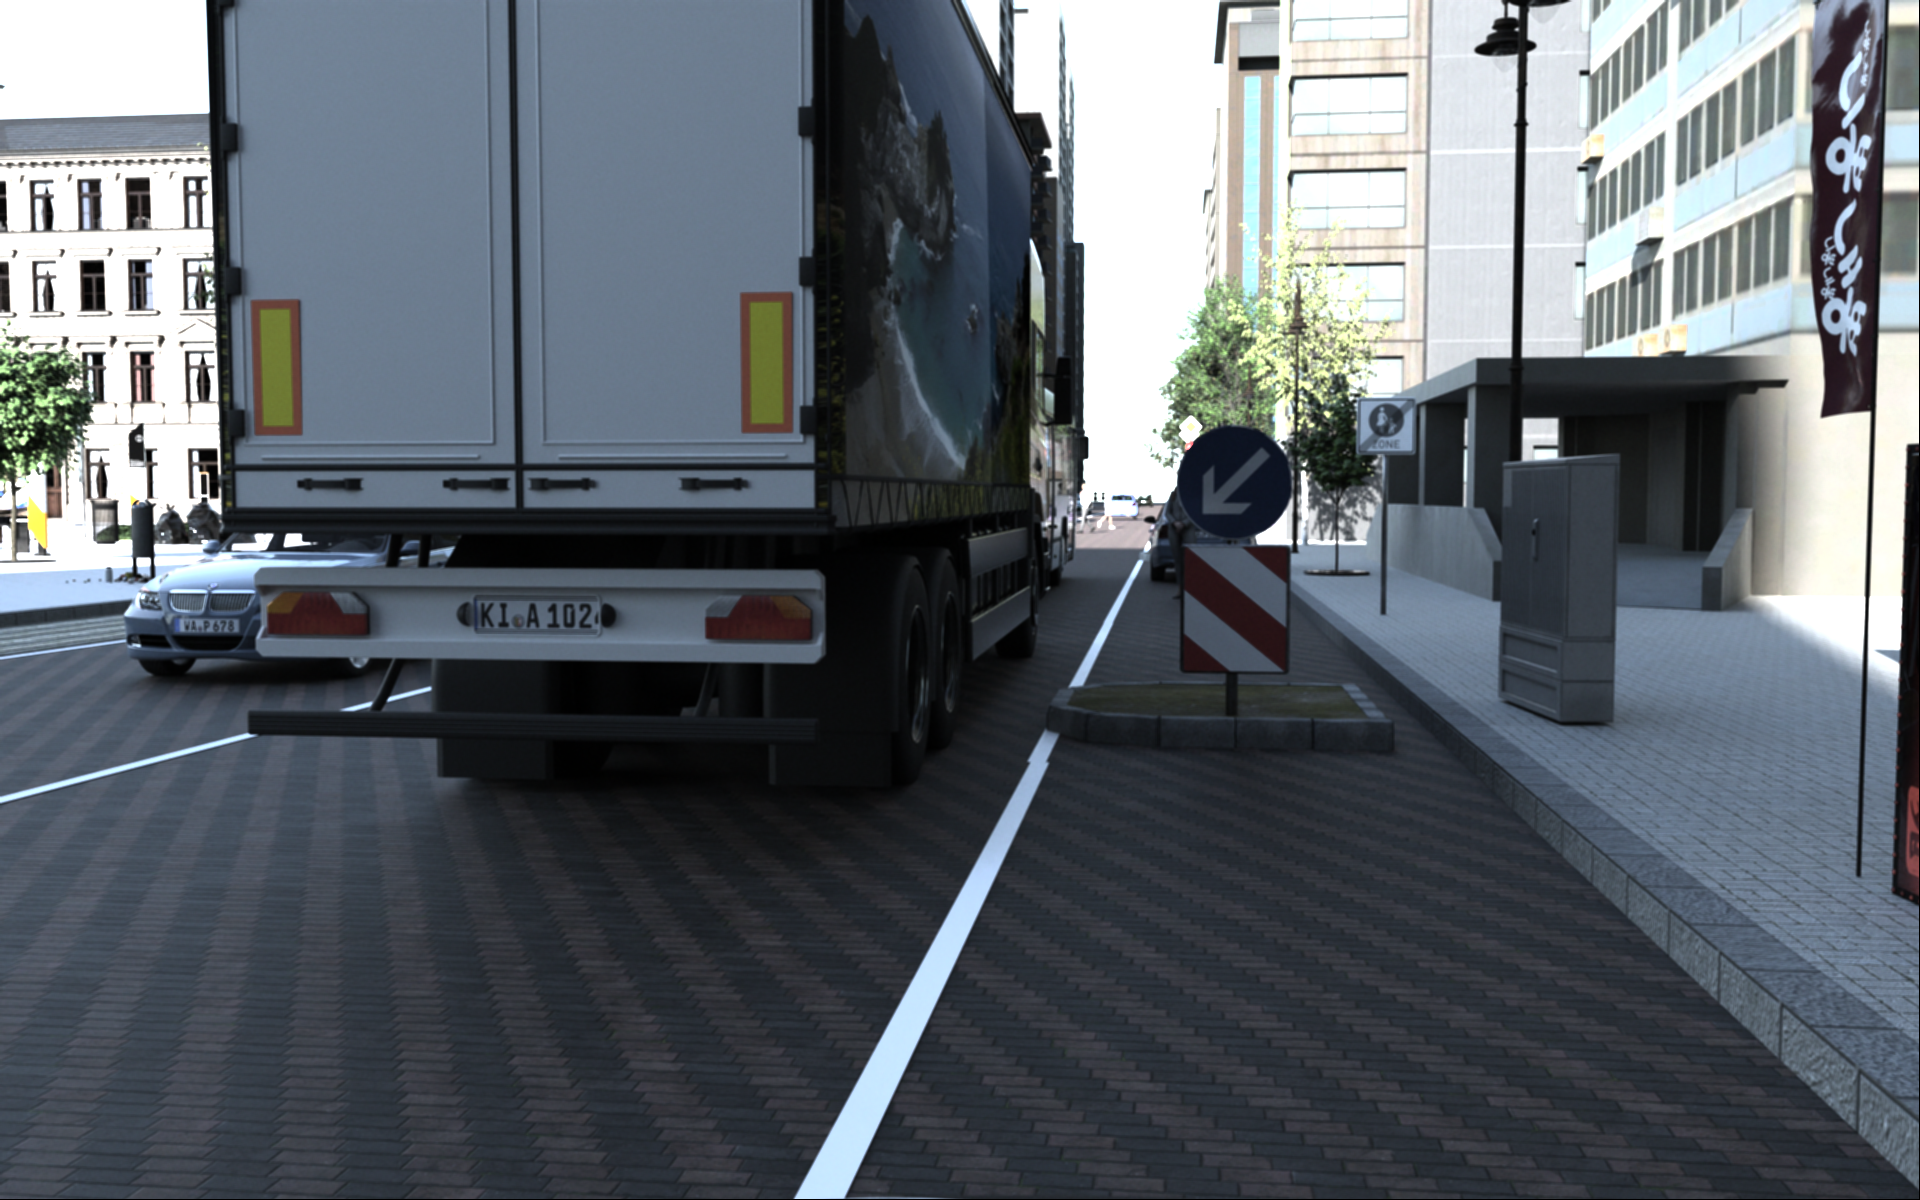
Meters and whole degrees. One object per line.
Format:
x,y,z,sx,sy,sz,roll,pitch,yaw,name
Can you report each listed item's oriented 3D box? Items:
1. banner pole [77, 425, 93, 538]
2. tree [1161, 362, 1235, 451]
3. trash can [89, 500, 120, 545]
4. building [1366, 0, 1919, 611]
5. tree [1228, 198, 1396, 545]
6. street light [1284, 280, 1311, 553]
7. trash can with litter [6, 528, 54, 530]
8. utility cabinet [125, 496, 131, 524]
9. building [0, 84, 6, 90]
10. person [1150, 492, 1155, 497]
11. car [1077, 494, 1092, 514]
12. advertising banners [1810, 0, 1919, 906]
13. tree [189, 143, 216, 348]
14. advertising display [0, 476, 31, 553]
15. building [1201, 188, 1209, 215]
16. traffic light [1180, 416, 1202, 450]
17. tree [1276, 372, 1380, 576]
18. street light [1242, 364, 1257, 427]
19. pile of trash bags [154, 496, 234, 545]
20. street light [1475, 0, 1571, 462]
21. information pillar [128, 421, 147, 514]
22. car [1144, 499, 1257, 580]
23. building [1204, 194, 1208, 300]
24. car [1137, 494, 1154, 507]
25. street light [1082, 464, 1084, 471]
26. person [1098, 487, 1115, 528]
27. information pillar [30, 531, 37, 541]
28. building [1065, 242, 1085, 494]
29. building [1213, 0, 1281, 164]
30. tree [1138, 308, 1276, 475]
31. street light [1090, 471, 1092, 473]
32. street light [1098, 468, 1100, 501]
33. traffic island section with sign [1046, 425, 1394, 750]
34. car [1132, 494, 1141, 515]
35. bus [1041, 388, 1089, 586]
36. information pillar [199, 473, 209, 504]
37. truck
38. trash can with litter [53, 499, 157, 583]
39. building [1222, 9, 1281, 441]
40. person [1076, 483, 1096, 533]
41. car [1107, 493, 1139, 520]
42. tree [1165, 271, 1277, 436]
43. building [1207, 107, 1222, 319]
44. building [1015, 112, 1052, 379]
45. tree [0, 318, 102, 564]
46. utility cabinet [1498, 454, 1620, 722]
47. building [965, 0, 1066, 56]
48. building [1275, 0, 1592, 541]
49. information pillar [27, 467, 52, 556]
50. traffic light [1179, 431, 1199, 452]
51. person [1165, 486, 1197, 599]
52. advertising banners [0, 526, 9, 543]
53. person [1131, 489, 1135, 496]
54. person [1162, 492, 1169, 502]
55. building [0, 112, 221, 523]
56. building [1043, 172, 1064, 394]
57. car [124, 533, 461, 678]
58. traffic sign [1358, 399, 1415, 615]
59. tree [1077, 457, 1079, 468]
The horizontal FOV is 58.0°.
-25.411,-3.673,50.078,0.401,3.779,0.863,-1,4,-14,banner pole
18.160,-12.671,125.301,7.486,12.596,7.792,0,3,0,tree
-21.804,-1.990,44.186,0.748,1.137,0.748,0,3,0,trash can
23.209,-20.336,24.376,32.217,40.220,23.993,0,4,7,building
8.630,-5.662,42.941,4.737,8.622,4.395,0,3,0,tree
7.290,-3.960,37.541,0.468,5.910,1.993,0,4,7,street light
-33.639,-3.164,62.788,1.678,1.210,2.233,-1,4,-18,trash can with litter
-31.212,-3.308,65.246,0.306,1.237,1.020,-2,4,-35,utility cabinet
-62.647,-17.642,85.711,25.104,27.353,12.463,0,4,7,building
29.684,-15.893,269.062,1.217,1.735,0.721,0,4,-6,person
8.477,-6.924,125.000,2.131,1.459,4.920,1,4,9,car
2.999,-0.551,5.199,0.090,3.025,2.074,0,4,2,advertising banners
-10.793,-4.873,30.041,4.737,8.622,4.395,0,3,0,tree
-20.353,-1.973,37.471,0.974,1.923,0.123,0,4,-8,advertising display
54.465,-42.658,286.691,28.713,52.752,27.495,0,4,7,building
8.276,-4.490,62.326,0.839,4.253,0.868,0,4,7,traffic light
6.063,-2.008,27.434,1.663,3.219,1.824,0,3,0,tree
10.286,-5.439,61.711,0.468,5.910,1.993,0,4,7,street light
-19.034,-2.151,44.923,1.912,1.369,3.447,2,4,27,pile of trash bags
4.234,-2.468,13.135,0.468,5.910,1.993,0,4,7,street light
-26.475,-3.941,55.790,0.504,3.616,0.183,-1,4,-13,information pillar
4.176,-1.095,29.909,2.014,1.417,4.499,0,4,7,car
47.912,-39.075,262.572,21.300,48.544,21.600,0,4,7,building
20.729,-11.282,194.240,2.009,1.686,4.222,1,4,9,car
18.119,-17.252,254.852,0.468,5.910,1.993,0,4,7,street light
6.134,-3.852,72.226,0.760,1.731,0.466,-2,4,-26,person
-25.526,-2.641,47.673,0.304,2.012,0.304,1,4,15,information pillar
12.359,-36.098,273.796,14.154,41.232,14.086,0,4,7,building
41.108,-36.220,181.430,28.713,52.752,27.495,0,4,7,building
16.164,-11.610,106.825,9.611,12.733,9.660,0,3,0,tree
21.080,-18.734,279.095,0.468,5.910,1.993,0,4,7,street light
24.259,-20.211,303.241,0.468,5.910,1.993,0,4,7,street light
1.564,-0.129,10.733,1.989,1.847,2.006,0,4,7,traffic island section with sign
11.249,-6.594,117.593,2.009,1.686,4.222,0,4,6,car
-0.013,-1.807,24.401,2.948,3.499,13.247,0,4,8,bus
-25.980,-3.367,59.549,0.304,2.012,0.304,-2,4,-24,information pillar
-0.925,-1.407,11.922,2.839,4.237,11.283,0,4,7,truck
-11.796,-0.866,25.219,2.233,1.210,1.678,3,4,36,trash can with litter
31.668,-31.300,161.859,14.600,45.320,14.200,0,4,7,building
4.595,-3.360,63.535,0.850,1.850,0.679,-1,4,-22,person
9.026,-5.316,96.512,1.945,1.707,3.694,0,4,5,car
13.376,-9.556,82.001,9.928,11.665,9.643,0,3,0,tree
40.769,-35.632,206.291,21.300,48.544,21.600,0,4,7,building
-1.146,-33.138,196.427,22.147,44.769,28.867,0,4,7,building
-17.786,-2.974,32.342,4.285,4.588,4.351,0,3,0,tree
3.467,-0.088,10.120,0.318,1.500,1.173,0,4,1,utility cabinet
7.237,-49.986,255.524,20.563,71.187,20.611,0,4,7,building
16.763,-22.553,52.340,14.154,41.232,14.086,0,4,7,building
-19.014,-2.711,35.671,0.504,3.616,0.183,2,4,25,information pillar
9.262,-4.974,70.250,0.839,4.253,0.868,0,4,7,traffic light
3.044,-0.908,23.624,0.520,1.790,0.573,1,4,10,person
-25.014,-2.974,44.811,0.090,3.025,2.074,1,4,8,advertising banners
12.585,-7.211,126.491,0.616,1.811,0.778,2,4,24,person
35.978,-17.984,303.317,1.217,1.735,0.721,2,4,27,person
-40.464,-13.309,82.223,19.286,19.102,10.561,0,4,7,building
6.890,-36.009,238.850,14.600,45.320,14.200,0,4,7,building
-5.384,-0.191,15.124,2.014,1.417,4.499,0,4,6,car
4.500,-0.992,18.350,0.606,2.300,0.079,1,4,9,traffic sign
12.839,-16.265,216.300,4.360,8.622,3.978,0,3,0,tree
